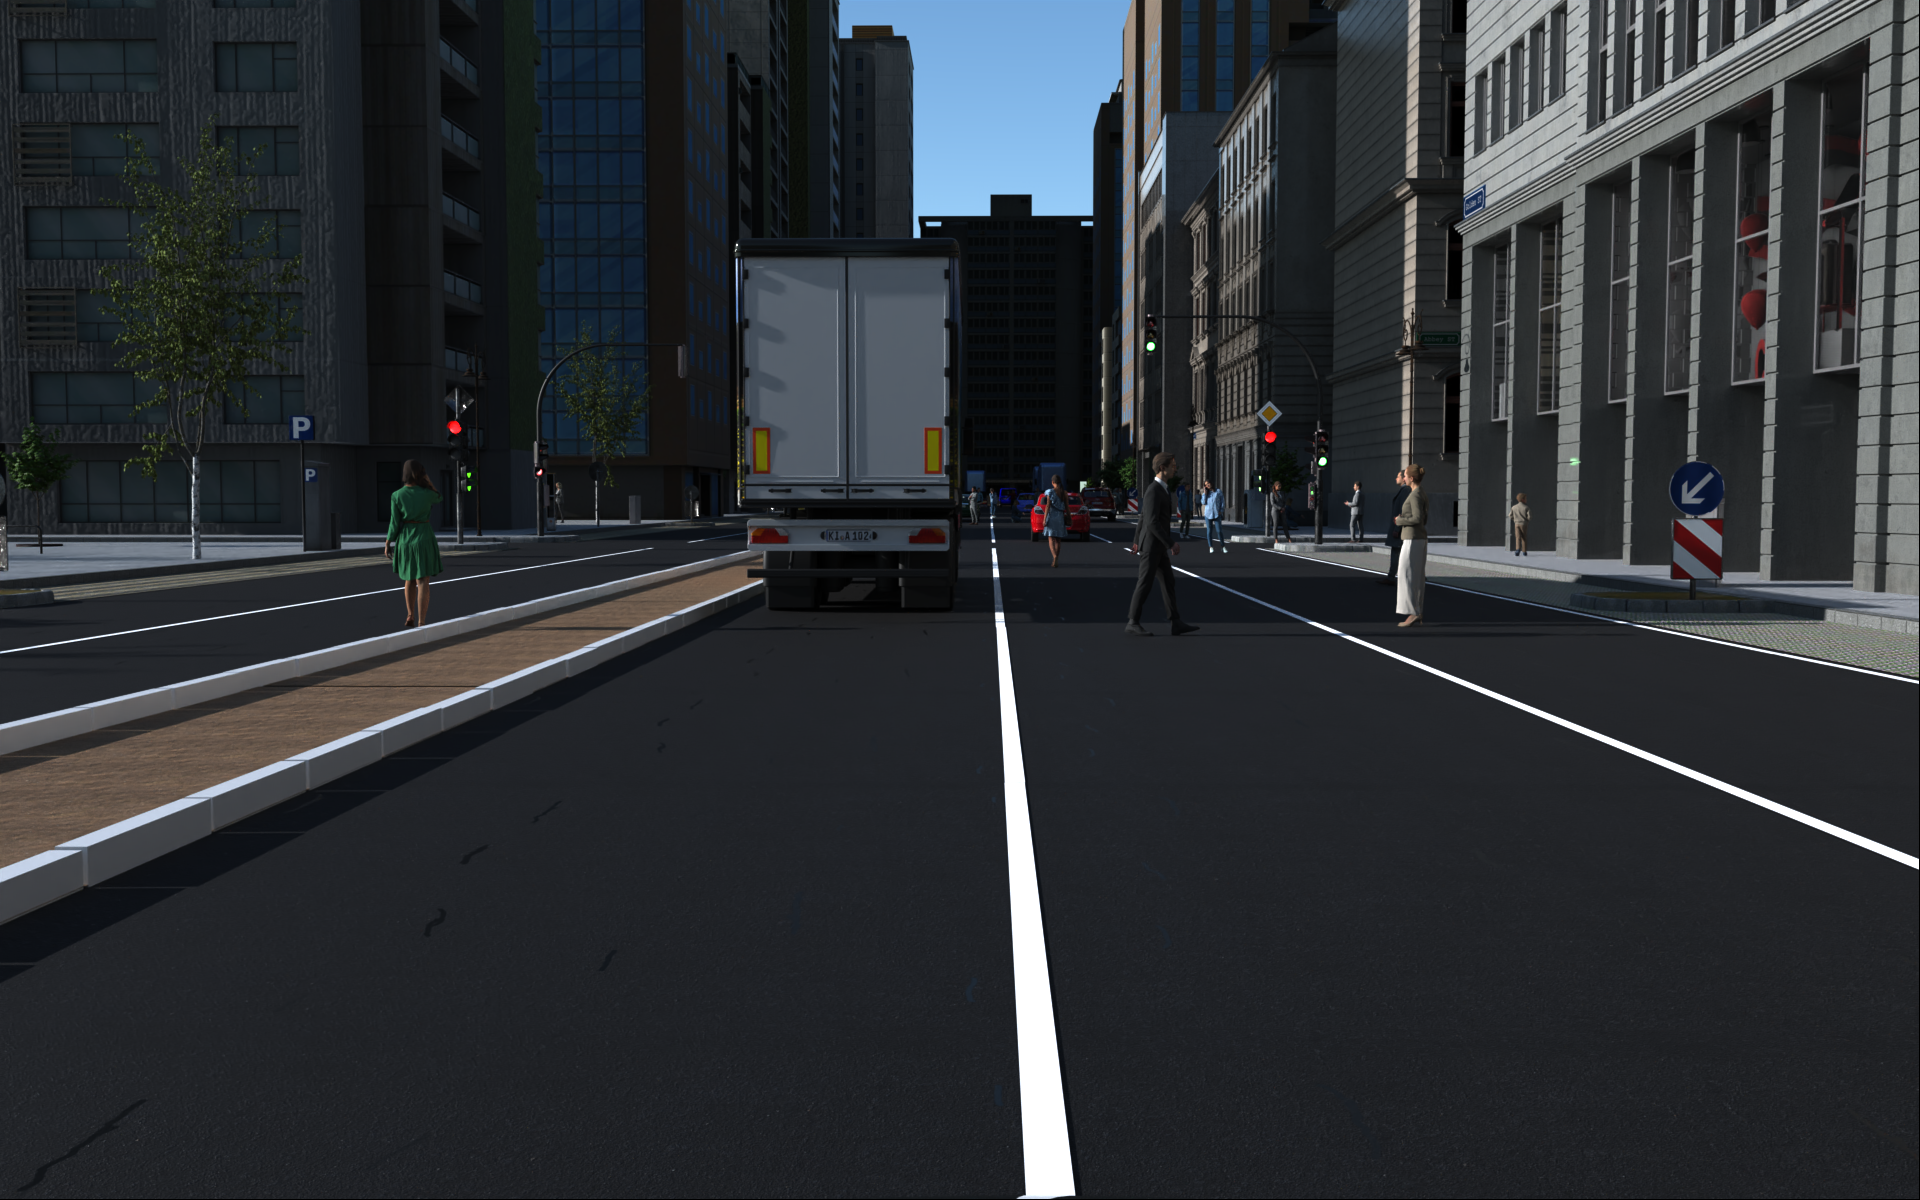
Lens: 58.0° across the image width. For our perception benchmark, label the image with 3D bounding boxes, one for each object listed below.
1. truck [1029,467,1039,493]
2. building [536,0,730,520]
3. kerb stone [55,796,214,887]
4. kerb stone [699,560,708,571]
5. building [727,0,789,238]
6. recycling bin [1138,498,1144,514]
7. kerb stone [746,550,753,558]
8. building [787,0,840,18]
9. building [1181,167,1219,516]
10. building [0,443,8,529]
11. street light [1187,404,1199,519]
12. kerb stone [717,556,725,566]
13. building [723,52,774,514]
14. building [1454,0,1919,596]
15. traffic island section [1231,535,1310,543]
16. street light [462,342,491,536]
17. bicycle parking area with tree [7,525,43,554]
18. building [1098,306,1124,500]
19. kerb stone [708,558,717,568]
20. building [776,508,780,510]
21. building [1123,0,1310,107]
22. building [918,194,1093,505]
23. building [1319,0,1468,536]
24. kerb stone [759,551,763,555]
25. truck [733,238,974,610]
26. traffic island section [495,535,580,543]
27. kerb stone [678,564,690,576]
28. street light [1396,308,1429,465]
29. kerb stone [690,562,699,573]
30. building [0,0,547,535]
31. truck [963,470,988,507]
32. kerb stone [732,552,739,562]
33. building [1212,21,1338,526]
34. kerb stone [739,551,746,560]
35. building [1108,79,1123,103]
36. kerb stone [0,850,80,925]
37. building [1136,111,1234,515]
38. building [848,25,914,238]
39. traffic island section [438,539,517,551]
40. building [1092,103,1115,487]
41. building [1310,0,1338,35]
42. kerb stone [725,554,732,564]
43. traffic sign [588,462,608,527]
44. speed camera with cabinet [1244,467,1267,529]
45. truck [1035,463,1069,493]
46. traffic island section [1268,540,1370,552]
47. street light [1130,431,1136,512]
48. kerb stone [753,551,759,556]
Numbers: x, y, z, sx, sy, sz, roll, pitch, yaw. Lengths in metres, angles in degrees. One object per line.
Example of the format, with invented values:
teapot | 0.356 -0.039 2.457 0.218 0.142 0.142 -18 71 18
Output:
truck | 8.219 -10.596 162.997 2.967 4.110 18.799 0 4 1
building | -20.153 -26.959 90.896 14.600 45.320 14.200 0 4 1
kerb stone | -3.225 0.941 6.802 0.120 0.150 1.000 0 4 1
kerb stone | -4.898 -0.625 32.407 0.120 0.150 1.000 0 4 1
building | -24.929 -44.486 165.601 20.563 71.187 20.611 0 4 1
recycling bin | 12.029 -6.171 113.454 0.722 1.027 0.722 0 4 2
kerb stone | -4.799 -1.000 38.543 0.120 0.150 1.000 0 4 1
building | -27.648 -39.712 191.295 28.212 58.520 21.231 0 4 1
building | 19.242 -15.938 96.746 11.583 22.565 21.152 0 4 1
building | -41.722 -25.076 60.106 14.200 45.320 14.600 0 4 1
street light | 11.936 -7.099 88.848 0.468 5.910 1.993 0 4 1
kerb stone | -4.866 -0.750 34.451 0.120 0.150 1.000 0 4 1
building | -20.205 -20.950 114.241 14.160 30.474 14.107 0 4 1
building | 17.561 -15.296 27.581 11.434 29.767 29.804 0 4 1
traffic island section | 9.298 -1.829 52.192 2.009 0.180 2.903 0 4 1
street light | -14.675 -4.888 52.710 0.468 5.910 1.993 0 4 1
bicycle parking area with tree | -23.378 -2.883 34.146 9.016 4.147 8.231 1 4 21
building | 28.641 -20.098 173.646 27.650 21.520 28.899 0 4 1
kerb stone | -4.886 -0.683 33.430 0.120 0.150 1.000 0 4 1
building | -28.141 -18.191 142.459 27.650 21.520 28.899 0 4 1
building | 21.581 -30.668 151.527 14.600 45.320 14.200 0 4 1
building | 6.615 -32.753 227.386 23.993 40.220 32.217 0 4 1
building | 25.006 -16.570 58.311 23.554 28.519 14.401 0 4 1
kerb stone | -4.759 -1.125 40.587 0.120 0.150 1.000 0 4 1
truck | -1.207 -2.183 24.599 2.839 4.237 11.283 0 4 0
traffic island section | -12.741 -1.852 52.568 2.009 0.180 2.903 0 4 1
kerb stone | -4.931 -0.500 30.364 0.120 0.150 1.000 0 4 1
street light | 11.247 -4.307 43.200 0.468 5.910 1.993 0 4 1
kerb stone | -4.925 -0.558 31.386 0.120 0.150 1.000 0 4 1
building | -23.108 -22.973 59.208 14.154 41.232 14.086 0 4 1
truck | 1.726 -12.337 191.462 2.967 4.110 18.799 0 4 0
kerb stone | -4.834 -0.870 36.495 0.120 0.150 1.000 0 4 1
building | 17.208 -13.935 76.988 9.793 20.994 18.267 0 4 1
kerb stone | -4.811 -0.937 37.521 0.120 0.150 1.000 0 4 1
building | 32.332 -38.899 225.235 27.495 52.752 28.713 0 4 1
kerb stone | -3.248 1.012 5.781 0.120 0.150 1.000 0 4 1
building | 18.866 -18.298 117.191 12.078 24.808 19.932 0 4 1
building | -20.111 -41.590 221.994 28.212 58.520 21.231 0 4 1
traffic island section | -12.876 -1.364 44.584 2.009 0.180 2.903 0 4 1
building | 22.227 -33.298 194.540 14.600 45.320 14.200 0 4 1
building | 22.086 -29.800 137.343 14.600 45.320 14.200 0 4 1
kerb stone | -4.853 -0.812 35.473 0.120 0.150 1.000 0 4 1
traffic sign | -14.161 -4.136 67.732 0.768 2.556 0.104 0 4 5
speed camera with cabinet | 11.129 -4.326 65.070 0.660 3.252 2.038 0 4 -1
truck | 7.856 -9.374 143.021 2.967 4.110 18.799 0 4 1
traffic island section | 9.162 -1.341 44.208 2.009 0.180 2.903 0 4 1
street light | 12.634 -9.384 126.215 0.468 5.910 1.993 0 4 1
kerb stone | -4.772 -1.057 39.566 0.120 0.150 1.000 0 4 1
